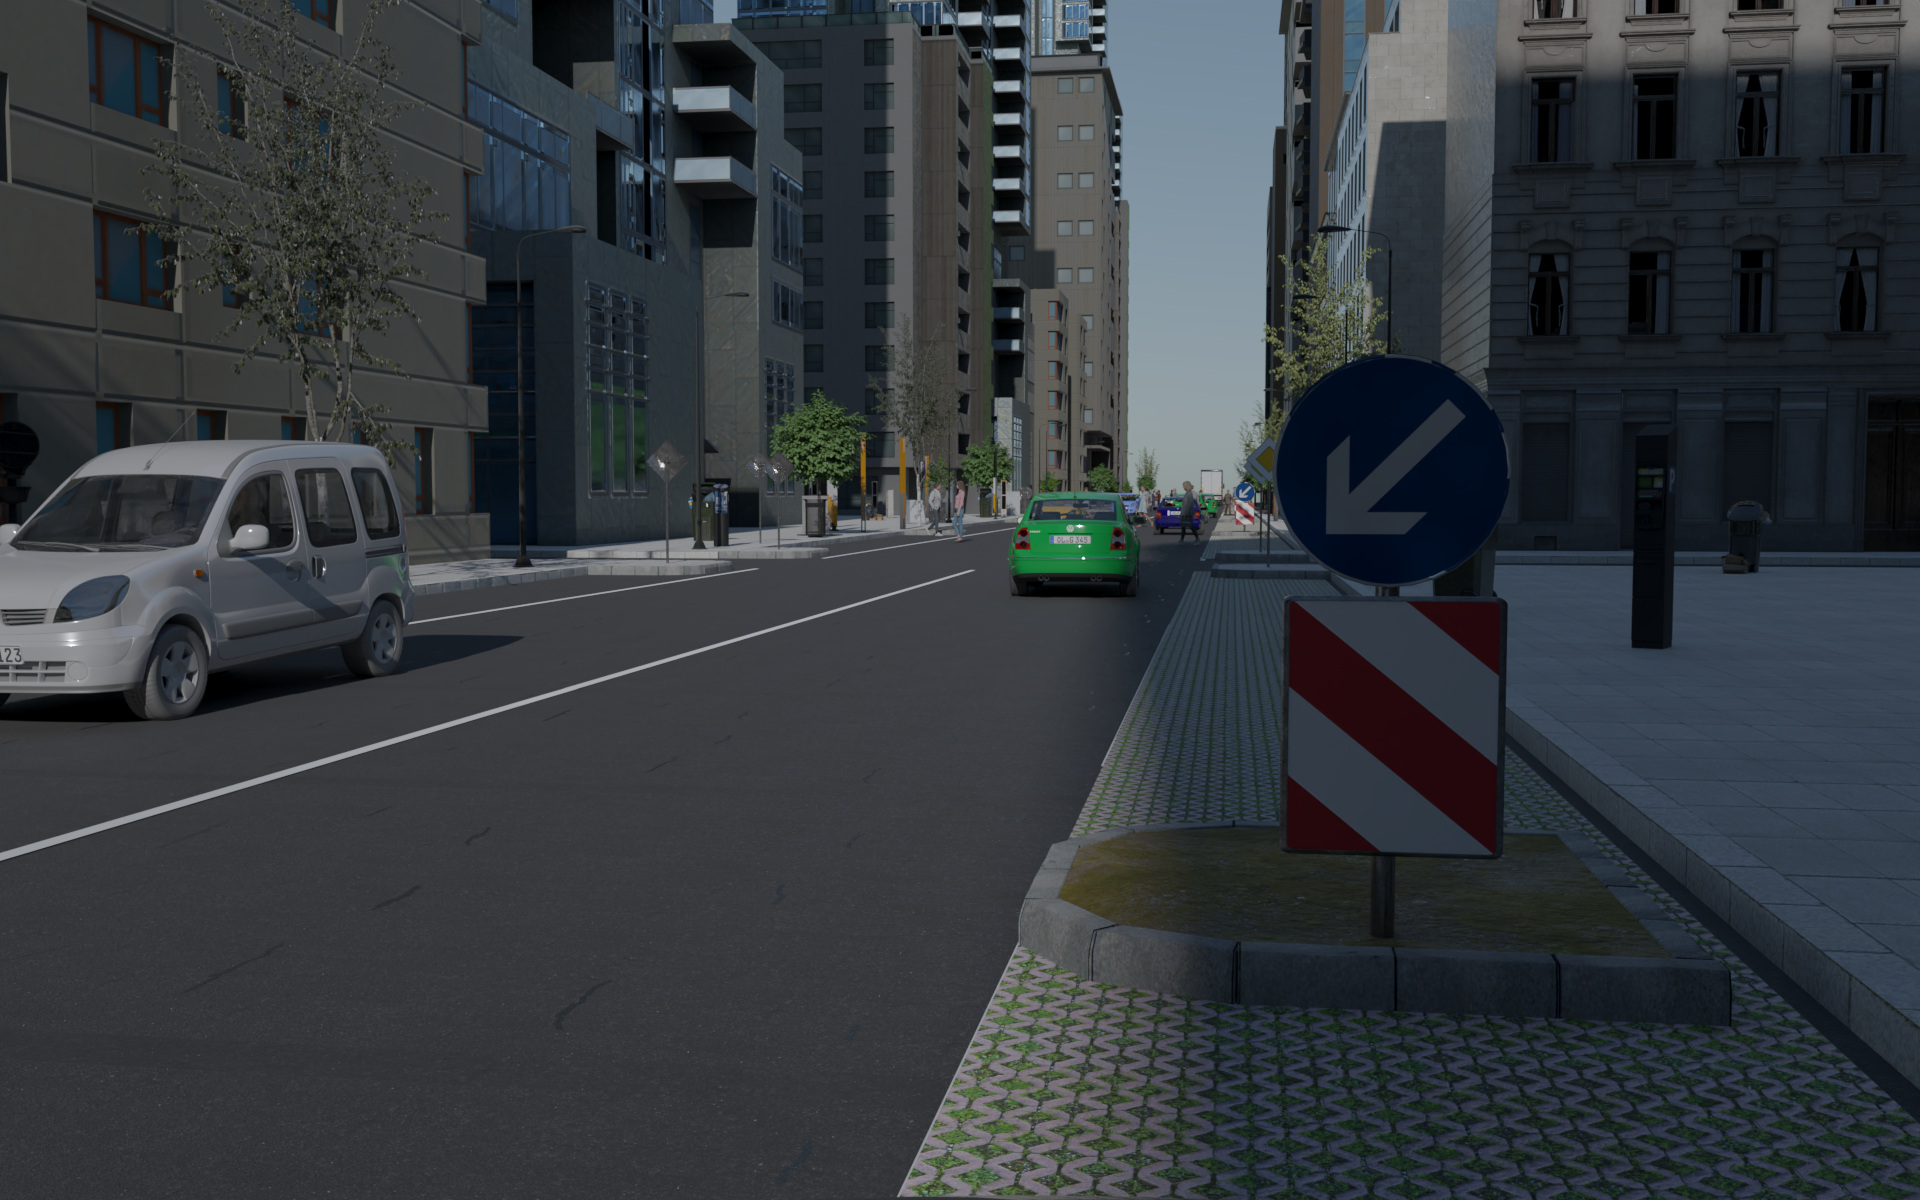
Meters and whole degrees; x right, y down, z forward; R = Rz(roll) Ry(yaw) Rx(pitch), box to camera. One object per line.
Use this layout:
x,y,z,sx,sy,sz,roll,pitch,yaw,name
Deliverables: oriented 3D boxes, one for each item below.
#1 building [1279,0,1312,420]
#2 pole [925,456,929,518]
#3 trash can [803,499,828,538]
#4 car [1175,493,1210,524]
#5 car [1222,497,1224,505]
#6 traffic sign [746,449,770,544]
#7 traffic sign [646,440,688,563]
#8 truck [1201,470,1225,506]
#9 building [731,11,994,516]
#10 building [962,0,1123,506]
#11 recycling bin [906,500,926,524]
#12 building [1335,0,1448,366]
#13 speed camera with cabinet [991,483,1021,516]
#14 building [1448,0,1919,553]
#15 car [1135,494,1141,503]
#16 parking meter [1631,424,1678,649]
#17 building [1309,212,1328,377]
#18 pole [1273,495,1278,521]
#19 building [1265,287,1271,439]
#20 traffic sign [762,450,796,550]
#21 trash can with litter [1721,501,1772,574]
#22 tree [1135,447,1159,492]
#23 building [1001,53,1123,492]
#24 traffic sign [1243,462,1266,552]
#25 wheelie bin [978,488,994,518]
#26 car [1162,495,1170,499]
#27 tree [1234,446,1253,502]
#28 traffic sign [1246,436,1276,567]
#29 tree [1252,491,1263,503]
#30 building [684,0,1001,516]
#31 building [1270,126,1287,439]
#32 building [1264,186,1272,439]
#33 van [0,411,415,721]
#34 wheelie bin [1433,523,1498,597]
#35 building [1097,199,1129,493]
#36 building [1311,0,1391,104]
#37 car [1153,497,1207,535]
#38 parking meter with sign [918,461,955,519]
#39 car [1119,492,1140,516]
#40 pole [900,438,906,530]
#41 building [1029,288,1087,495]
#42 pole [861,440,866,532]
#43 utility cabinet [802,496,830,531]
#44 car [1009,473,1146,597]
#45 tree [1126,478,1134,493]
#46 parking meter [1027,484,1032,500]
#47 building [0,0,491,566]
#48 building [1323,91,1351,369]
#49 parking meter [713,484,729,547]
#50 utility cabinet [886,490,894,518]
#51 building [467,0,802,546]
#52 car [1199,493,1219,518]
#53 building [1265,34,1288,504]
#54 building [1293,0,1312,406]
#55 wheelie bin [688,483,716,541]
45.670,-35.420,168.355,28.713,52.752,27.495,1,4,9,building
-1.748,-6.028,92.393,0.158,3.312,0.155,0,3,0,pole
-4.272,-2.420,51.212,0.748,1.137,0.748,0,3,0,trash can
11.320,-4.688,85.444,1.959,1.807,4.718,1,4,10,car
33.053,-12.937,223.519,2.014,1.417,4.499,0,4,7,car
-5.175,-2.672,44.871,0.795,2.450,0.064,1,4,13,traffic sign
-5.410,-1.734,31.999,0.795,2.450,0.064,1,4,9,traffic sign
29.791,-13.195,204.649,2.839,4.237,11.283,1,4,9,truck
-5.795,-20.583,108.239,14.160,30.474,14.107,1,4,9,building
14.091,-57.748,256.846,22.319,86.520,31.000,1,4,9,building
-1.880,-3.772,74.233,0.722,1.027,0.722,-1,4,-15,recycling bin
19.905,-12.855,64.937,10.420,20.320,16.860,1,4,9,building
2.751,-6.721,104.219,2.038,3.252,0.660,-3,5,-40,speed camera with cabinet
21.373,-11.785,41.841,18.267,20.994,9.793,1,4,9,building
18.370,-10.571,182.619,2.009,1.686,4.222,1,4,9,car
5.785,-0.533,14.432,0.255,1.863,0.399,2,4,35,parking meter
26.151,-14.479,101.352,10.561,19.102,19.286,1,4,9,building
14.816,-5.341,81.168,0.158,3.312,0.155,0,3,0,pole
49.441,-28.649,240.119,14.160,30.474,14.107,1,4,9,building
-4.174,-2.217,39.889,0.795,2.450,0.064,1,4,9,traffic sign
12.737,-1.022,28.094,0.624,1.170,1.055,2,4,34,trash can with litter
28.763,-19.238,264.903,4.737,8.622,4.395,0,3,0,tree
4.961,-38.221,214.157,28.713,52.752,27.495,1,4,9,building
6.636,-2.112,38.180,0.795,2.450,0.064,1,4,9,traffic sign
1.419,-5.265,93.997,0.980,1.594,0.693,1,4,11,wheelie bin
25.891,-12.290,213.523,1.945,1.354,3.894,1,4,8,car
43.825,-19.157,263.582,4.360,8.622,3.978,0,3,0,tree
5.399,-1.630,30.291,0.795,2.450,0.064,1,4,9,traffic sign
44.057,-16.220,259.798,1.663,3.219,1.824,0,3,0,tree
-5.149,-50.017,130.448,22.319,86.520,31.000,1,4,9,building
44.033,-33.958,205.320,14.600,45.320,14.200,1,4,9,building
56.264,-38.706,256.539,21.300,48.544,21.600,1,4,9,building
-5.530,-0.327,12.365,2.013,2.044,4.112,1,4,10,van
5.549,-0.688,19.153,0.693,1.594,0.980,3,4,37,wheelie bin
15.453,-33.733,235.122,14.154,41.232,14.086,1,4,9,building
31.677,-28.773,120.541,14.600,45.320,14.200,1,4,9,building
7.855,-3.019,61.947,1.945,1.354,3.894,1,4,9,car
-1.285,-5.799,91.075,1.738,3.016,0.543,2,4,26,parking meter with sign
11.145,-6.537,116.466,1.945,1.707,3.694,1,4,11,car
-2.070,-4.207,62.622,0.158,3.312,0.155,0,3,0,pole
-3.106,-19.409,162.370,27.650,21.520,28.899,1,4,9,building
-3.243,-3.933,58.150,0.158,3.312,0.155,0,3,0,pole
-5.033,-3.034,60.762,1.020,1.237,0.306,-3,5,-39,utility cabinet
1.758,-1.026,25.578,1.959,1.807,4.718,0,4,7,car
20.095,-13.005,207.236,1.663,3.219,1.824,0,3,0,tree
4.200,-6.099,105.431,0.255,1.863,0.399,2,4,29,parking meter
-25.720,-10.841,22.283,28.899,21.520,27.650,1,4,9,building
22.709,-14.294,82.863,9.793,20.994,18.267,1,4,9,building
-5.841,-2.075,42.335,0.372,1.533,0.369,0,3,0,parking meter
-3.757,-5.115,92.307,0.318,1.500,1.173,0,4,-8,utility cabinet
-18.041,-45.515,56.845,22.319,86.520,31.000,1,4,9,building
14.732,-5.890,105.095,1.959,1.807,4.718,0,4,8,car
49.600,-47.890,221.245,20.563,71.187,20.611,1,4,9,building
38.809,-29.760,141.199,22.147,44.769,28.867,1,4,9,building
-6.980,-2.420,47.475,0.980,1.594,0.693,0,4,1,wheelie bin
